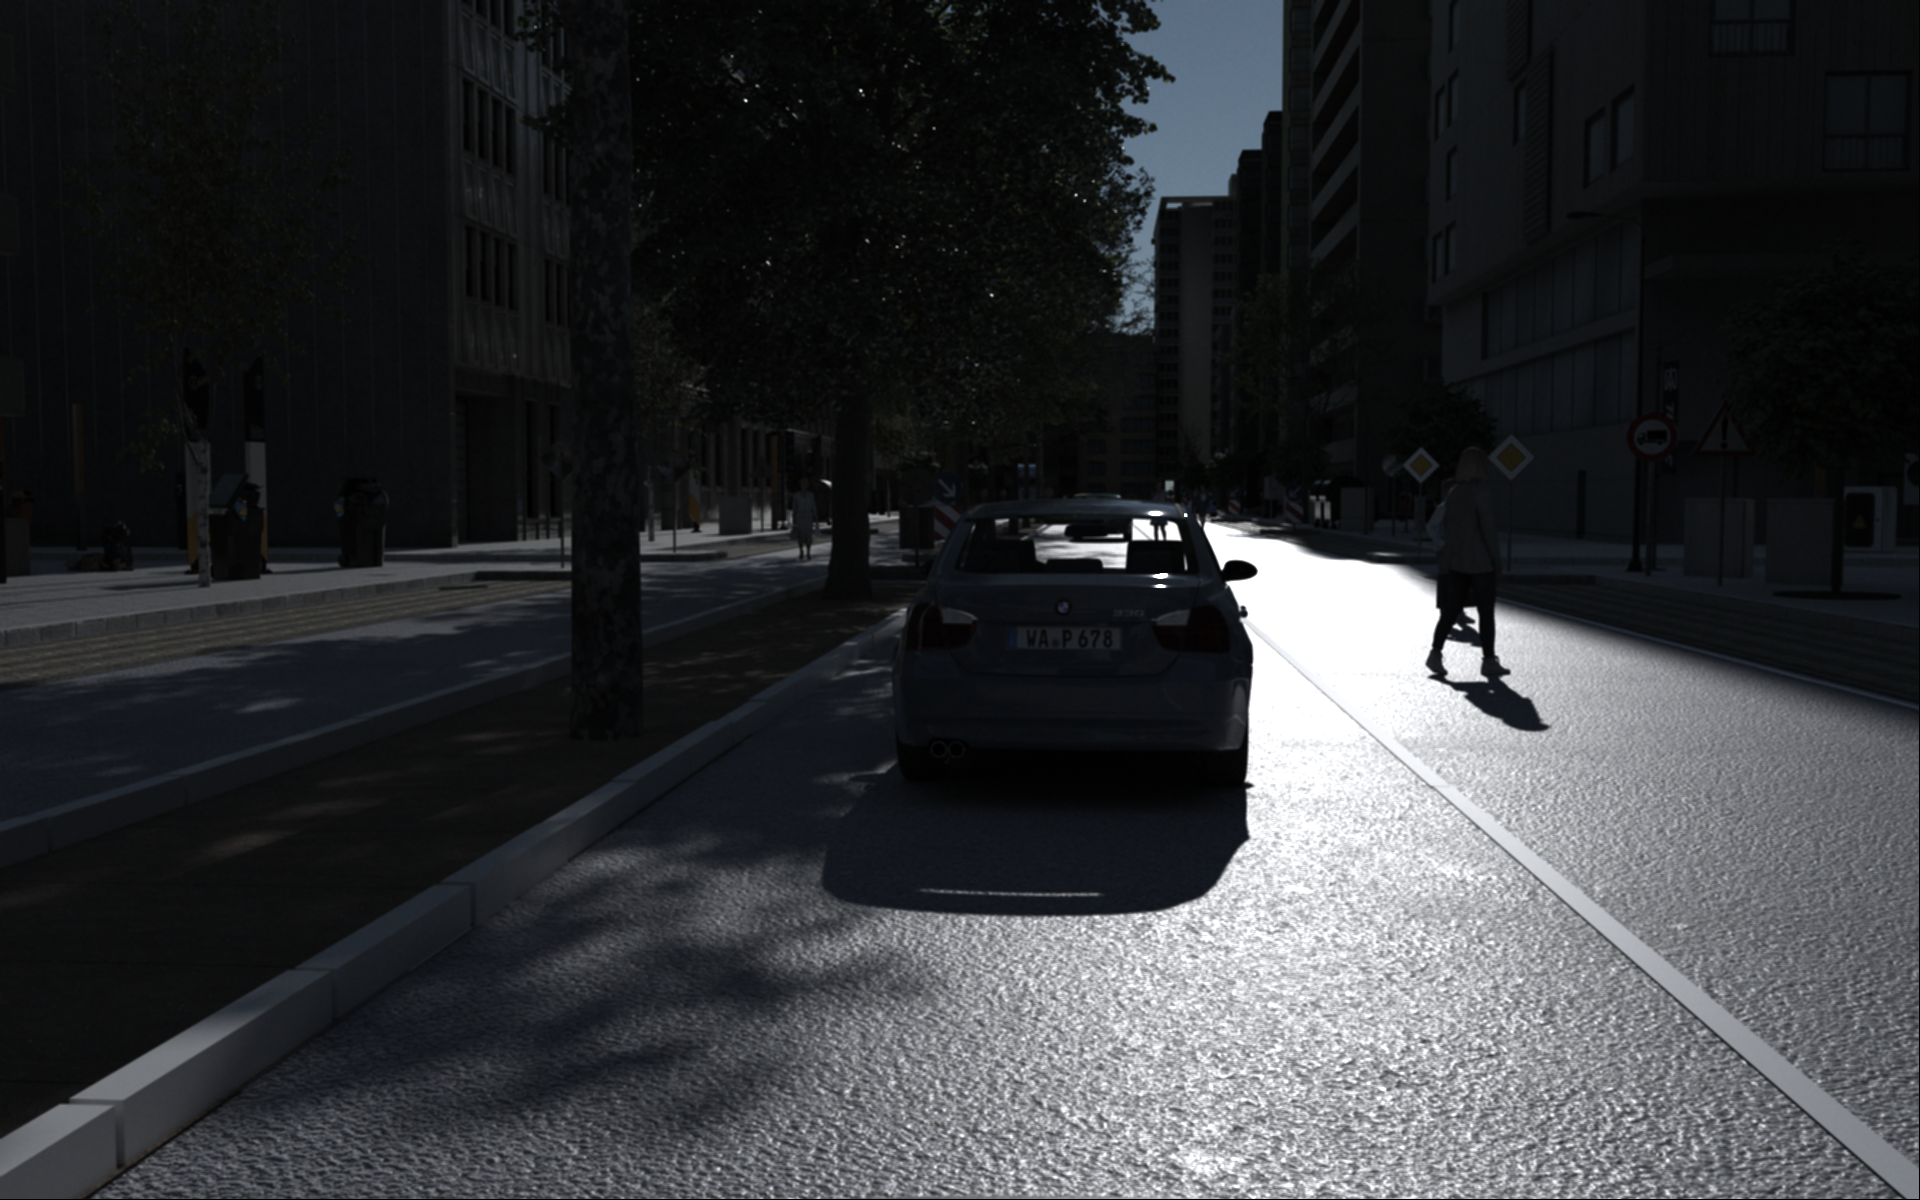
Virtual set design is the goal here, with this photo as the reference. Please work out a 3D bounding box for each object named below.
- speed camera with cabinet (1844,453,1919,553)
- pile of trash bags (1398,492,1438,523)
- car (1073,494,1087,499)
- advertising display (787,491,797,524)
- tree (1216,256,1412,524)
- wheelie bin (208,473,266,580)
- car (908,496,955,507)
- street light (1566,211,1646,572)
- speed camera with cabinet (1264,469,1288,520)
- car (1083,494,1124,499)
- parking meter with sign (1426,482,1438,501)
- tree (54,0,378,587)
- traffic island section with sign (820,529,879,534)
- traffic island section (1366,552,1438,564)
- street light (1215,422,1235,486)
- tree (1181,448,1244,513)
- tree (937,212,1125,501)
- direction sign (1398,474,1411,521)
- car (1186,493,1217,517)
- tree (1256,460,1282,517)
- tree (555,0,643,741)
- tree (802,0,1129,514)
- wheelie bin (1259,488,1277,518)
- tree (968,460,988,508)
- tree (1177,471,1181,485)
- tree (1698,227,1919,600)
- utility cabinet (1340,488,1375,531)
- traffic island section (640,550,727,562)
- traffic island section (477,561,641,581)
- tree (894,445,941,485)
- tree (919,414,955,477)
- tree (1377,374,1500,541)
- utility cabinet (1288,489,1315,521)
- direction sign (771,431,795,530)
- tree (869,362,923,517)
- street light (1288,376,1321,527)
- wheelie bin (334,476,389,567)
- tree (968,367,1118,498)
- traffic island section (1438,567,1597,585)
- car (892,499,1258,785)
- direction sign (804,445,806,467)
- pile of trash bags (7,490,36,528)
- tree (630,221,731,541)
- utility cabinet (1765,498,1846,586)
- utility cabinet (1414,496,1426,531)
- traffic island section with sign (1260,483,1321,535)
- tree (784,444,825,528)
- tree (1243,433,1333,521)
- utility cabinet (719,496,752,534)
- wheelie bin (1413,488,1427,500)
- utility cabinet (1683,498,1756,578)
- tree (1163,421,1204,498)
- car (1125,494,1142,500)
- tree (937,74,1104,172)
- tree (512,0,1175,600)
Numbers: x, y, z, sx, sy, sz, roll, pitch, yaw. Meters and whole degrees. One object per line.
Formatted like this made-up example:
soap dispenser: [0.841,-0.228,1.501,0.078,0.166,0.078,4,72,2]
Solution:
speed camera with cabinet: [20.156,-2.634,37.399,0.660,3.252,2.038,-2,4,-35]
pile of trash bags: [20.862,-4.086,76.562,1.912,1.369,3.447,-3,5,-40]
car: [6.239,-4.610,85.595,2.015,1.641,3.980,0,4,6]
advertising display: [-6.879,-4.198,73.843,0.974,1.923,0.123,0,4,4]
tree: [15.072,-9.099,74.521,9.928,11.665,9.643,0,3,0]
wheelie bin: [-10.928,-1.114,26.124,0.980,1.594,0.693,2,4,35]
car: [-0.934,-3.360,67.292,2.083,1.381,4.827,0,4,5]
street light: [10.635,-3.423,28.506,1.470,5.913,1.316,0,4,5]
speed camera with cabinet: [16.345,-5.674,87.104,2.038,3.252,0.660,-1,4,-15]
car: [4.517,-2.624,54.701,2.131,1.459,4.920,0,4,5]
parking meter with sign: [22.301,-5.214,81.517,1.738,3.016,0.543,1,4,18]
tree: [-10.407,-4.499,23.918,4.737,8.622,4.395,0,3,0]
traffic island section with sign: [-3.991,-3.310,62.745,1.989,1.847,2.006,0,4,5]
traffic island section: [9.760,-0.883,36.723,2.009,0.180,2.903,0,4,5]
street light: [17.093,-8.487,111.304,1.470,5.913,1.316,0,4,5]
tree: [18.477,-8.344,120.134,4.285,4.588,4.351,0,3,0]
tree: [1.978,-8.083,60.376,9.928,11.665,9.643,0,3,0]
direction sign: [20.960,-5.505,81.997,0.379,3.537,0.876,-3,5,-43]
car: [15.199,-6.067,108.787,1.945,1.707,3.694,0,4,4]
tree: [17.239,-6.307,97.727,1.663,3.219,1.824,0,3,0]
tree: [-3.222,-9.308,10.529,12.611,20.169,13.585,0,3,0]
tree: [-0.046,-7.277,39.565,7.486,12.596,7.792,0,3,0]
wheelie bin: [16.216,-5.102,91.330,0.980,1.594,0.693,-1,4,-17]
tree: [1.932,-11.887,178.058,4.285,4.588,4.351,0,3,0]
tree: [21.209,-10.446,154.509,4.285,4.588,4.351,0,3,0]
tree: [10.902,-2.317,21.605,4.285,4.588,4.351,0,3,0]
utility cabinet: [13.621,-3.099,59.345,0.318,1.500,1.173,-3,5,-42]
traffic island section: [-6.281,-0.961,37.992,2.009,0.180,2.903,0,4,5]
traffic island section: [-6.911,-0.474,30.032,2.009,0.180,2.903,0,4,5]
tree: [-2.825,-7.889,112.703,4.285,4.588,4.351,0,3,0]
tree: [-1.462,-11.103,131.901,4.737,8.622,4.395,0,3,0]
tree: [13.216,-3.911,47.662,4.285,4.588,4.351,0,3,0]
utility cabinet: [15.857,-4.387,80.403,1.173,1.500,0.318,2,4,32]
direction sign: [-6.389,-4.310,62.463,0.876,3.537,0.379,1,4,11]
tree: [-3.932,-8.900,95.882,4.360,8.622,3.978,0,3,0]
street light: [13.634,-5.868,68.481,1.470,5.913,1.316,0,4,5]
wheelie bin: [-10.511,-1.385,30.548,0.693,1.594,0.980,2,4,34]
tree: [4.549,-9.724,95.863,8.767,10.594,7.601,0,4,5]
traffic island section: [9.130,-0.396,28.763,2.009,0.180,2.903,0,4,5]
car: [0.706,0.130,9.885,2.014,1.417,4.499,0,4,6]
direction sign: [-7.133,-5.362,79.660,0.379,3.537,0.876,0,4,0]
pile of trash bags: [-22.438,-1.843,39.882,1.912,1.369,3.447,0,4,2]
tree: [-8.298,-5.887,46.620,4.360,8.622,3.978,0,3,0]
utility cabinet: [12.013,-0.823,24.620,0.306,1.237,1.020,-2,4,-32]
utility cabinet: [15.998,-3.004,60.271,0.306,1.237,1.020,1,4,9]
traffic island section with sign: [11.768,-3.259,61.917,1.989,1.847,2.006,0,4,5]
tree: [-6.211,-4.355,65.800,1.663,3.219,1.824,0,3,0]
tree: [16.195,-6.079,83.108,4.285,4.588,4.351,0,3,0]
utility cabinet: [-7.177,-2.704,55.376,1.020,1.237,0.306,1,4,12]
wheelie bin: [22.704,-4.707,84.860,0.980,1.594,0.693,1,4,16]
utility cabinet: [11.757,-0.958,26.828,0.306,1.237,1.020,-2,4,-33]
tree: [22.857,-13.782,175.705,4.360,8.622,3.978,0,3,0]
car: [18.129,-10.520,182.223,2.015,1.641,3.980,0,4,5]
tree: [0.904,-8.348,49.321,12.009,13.543,11.850,0,3,0]
tree: [-1.524,-6.977,23.186,9.857,13.997,8.962,0,3,0]
